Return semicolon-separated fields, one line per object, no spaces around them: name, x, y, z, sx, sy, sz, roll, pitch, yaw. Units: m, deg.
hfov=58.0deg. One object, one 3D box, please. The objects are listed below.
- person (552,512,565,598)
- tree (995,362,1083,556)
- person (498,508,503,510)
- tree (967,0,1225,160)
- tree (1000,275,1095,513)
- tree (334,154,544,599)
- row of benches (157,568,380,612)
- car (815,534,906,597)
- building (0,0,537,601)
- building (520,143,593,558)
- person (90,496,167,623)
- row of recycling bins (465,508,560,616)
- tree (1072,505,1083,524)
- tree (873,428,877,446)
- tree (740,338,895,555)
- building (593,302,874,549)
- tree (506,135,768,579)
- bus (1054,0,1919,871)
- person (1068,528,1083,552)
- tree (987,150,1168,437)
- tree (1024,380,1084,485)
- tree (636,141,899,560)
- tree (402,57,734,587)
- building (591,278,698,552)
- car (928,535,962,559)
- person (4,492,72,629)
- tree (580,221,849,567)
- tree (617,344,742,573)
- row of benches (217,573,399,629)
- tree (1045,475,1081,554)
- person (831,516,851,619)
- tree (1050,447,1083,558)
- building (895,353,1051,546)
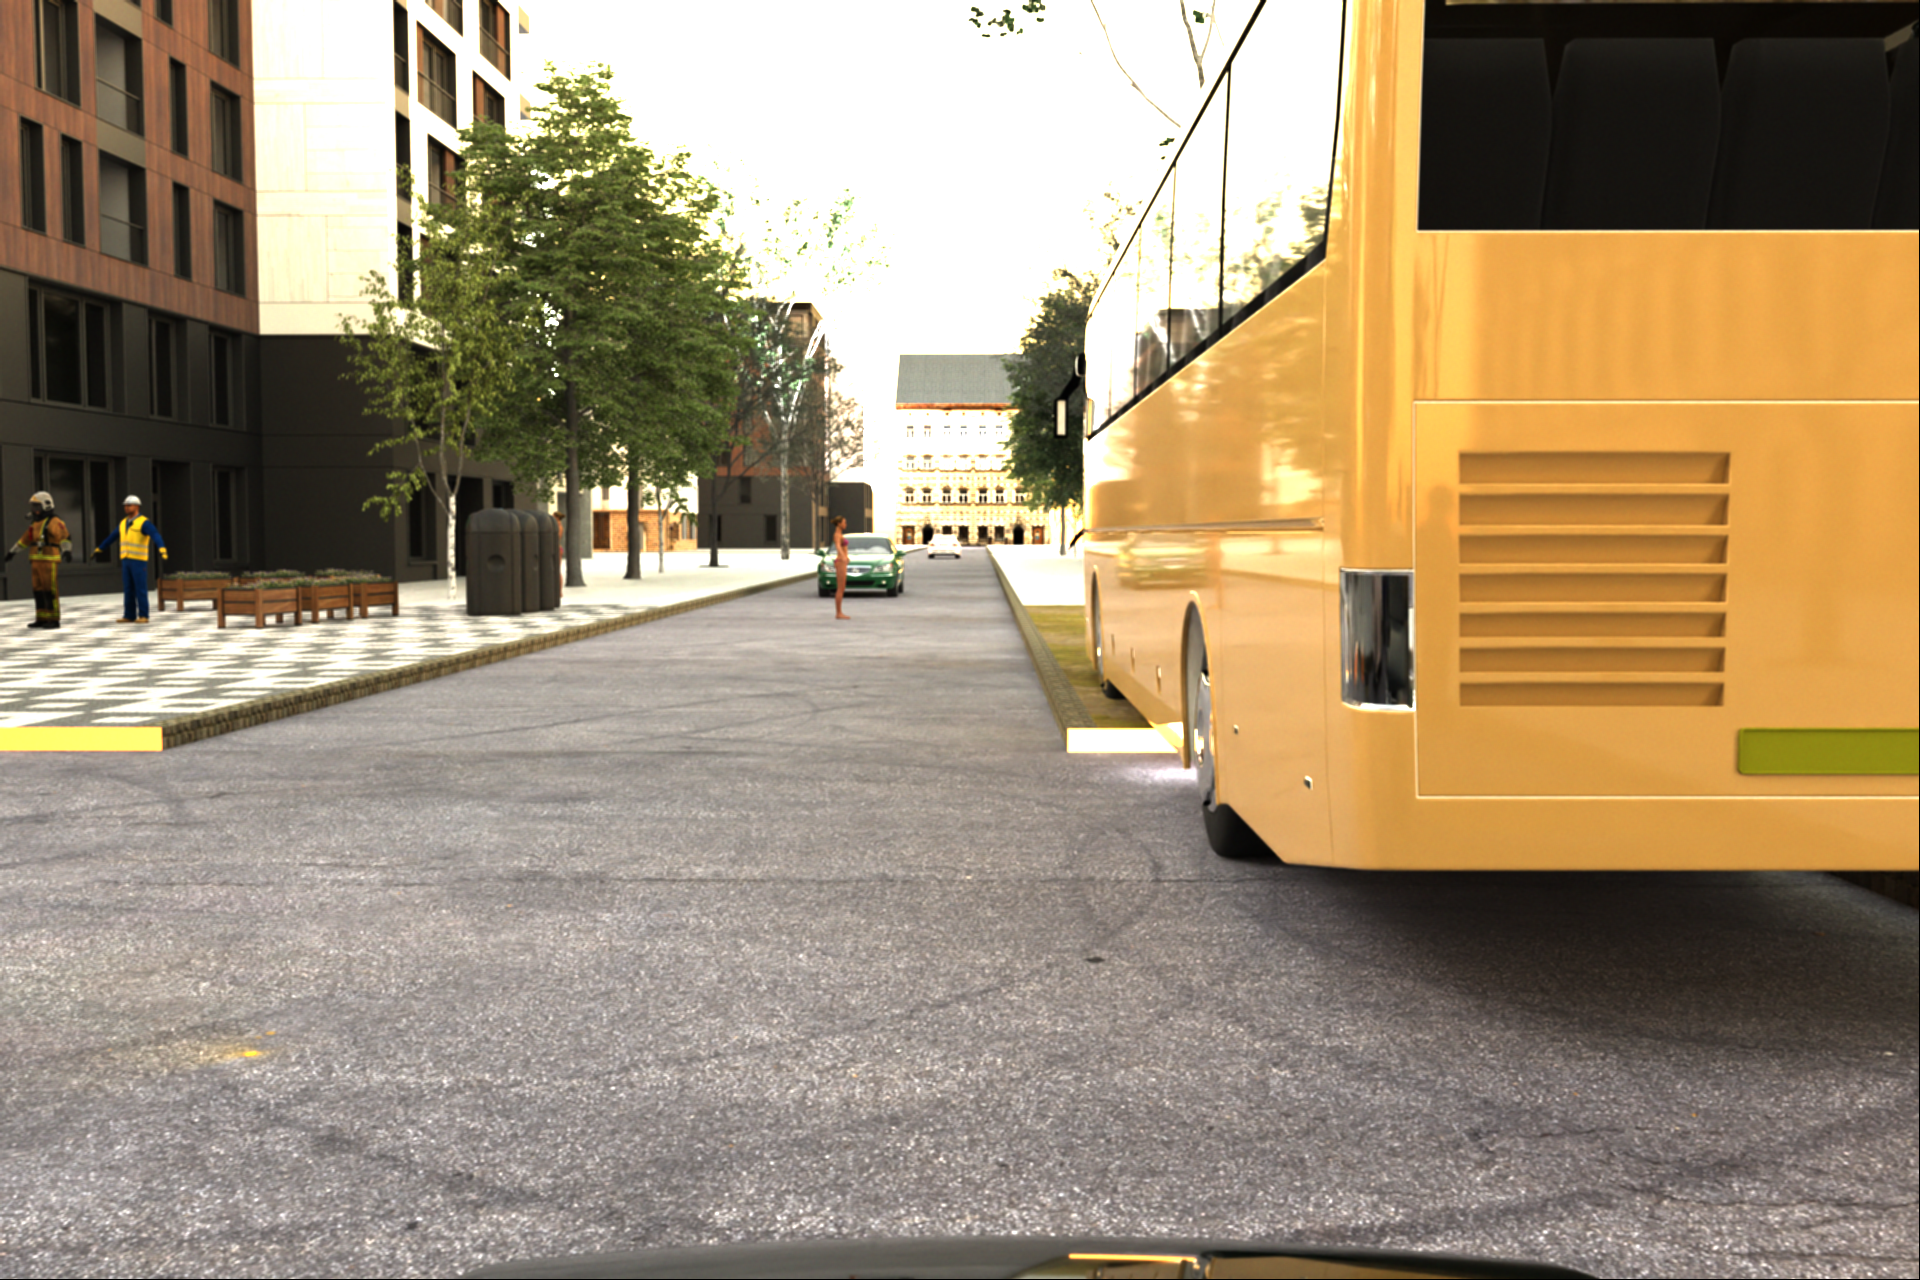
person;-8.224;-1.727;35.032;0.721;1.733;1.217;-1;4;-12
tree;5.725;-11.295;102.803;7.486;12.596;7.792;0;3;0
person;-9.541;-1.825;35.964;1.347;1.817;0.704;-2;4;-31
tree;5.106;-10.673;30.392;12.611;20.169;13.585;0;3;0
tree;6.538;-10.899;84.856;9.857;13.997;8.962;0;3;0
tree;-10.092;-5.115;33.998;4.737;8.622;4.395;0;3;0
row of benches;-12.000;-0.896;30.115;1.422;0.672;4.104;2;4;35
car;-2.307;-1.788;41.036;2.131;1.459;4.920;0;4;1
building;-28.591;-12.133;42.351;27.936;21.610;32.646;0;4;1
building;-28.211;-12.807;75.844;16.747;18.905;31.486;0;4;1
person;-11.905;-1.159;24.922;1.349;1.833;0.705;1;4;19
row of recycling bins;-7.348;-1.324;28.768;1.069;1.692;3.534;0;4;0
tree;17.038;-17.632;206.412;7.486;12.596;7.792;0;3;0
tree;-16.096;-21.316;204.398;12.611;20.169;13.585;0;3;0
tree;-9.044;-12.111;108.387;12.009;13.543;11.850;0;3;0
building;-23.349;-19.874;168.920;27.936;21.610;32.646;0;4;1
tree;-9.402;-8.054;49.809;7.486;12.596;7.792;0;3;0
bus;2.310;-1.159;10.498;2.896;3.916;12.252;0;4;0
person;2.969;-1.956;37.923;1.347;1.837;0.705;2;4;25
tree;5.571;-8.870;55.389;12.009;13.543;11.850;0;3;0
tree;6.568;-8.231;68.991;8.767;10.594;7.601;-2;4;-25
tree;-10.219;-14.077;86.047;12.611;20.169;13.585;0;3;0
tree;-9.310;-7.547;41.524;7.486;12.596;7.792;0;3;0
building;-26.556;-16.647;128.599;16.016;20.090;11.380;0;4;1
car;-0.907;-5.532;102.813;2.083;1.381;4.827;0;4;1
person;-12.487;-1.089;23.577;1.354;1.858;0.705;2;4;28
tree;-9.486;-9.602;67.357;12.009;13.543;11.850;0;3;0
tree;-9.698;-6.538;57.260;4.737;8.622;4.395;0;3;0
row of benches;-9.413;-0.607;25.384;1.422;0.672;4.104;1;4;9
tree;6.069;-9.912;112.418;4.360;8.622;3.978;0;3;0
person;-1.944;-1.228;29.333;0.721;1.733;1.217;0;4;-2
tree;6.083;-8.825;94.659;4.360;8.622;3.978;0;3;0
building;1.681;-22.969;208.928;18.063;23.208;19.493;0;4;1
